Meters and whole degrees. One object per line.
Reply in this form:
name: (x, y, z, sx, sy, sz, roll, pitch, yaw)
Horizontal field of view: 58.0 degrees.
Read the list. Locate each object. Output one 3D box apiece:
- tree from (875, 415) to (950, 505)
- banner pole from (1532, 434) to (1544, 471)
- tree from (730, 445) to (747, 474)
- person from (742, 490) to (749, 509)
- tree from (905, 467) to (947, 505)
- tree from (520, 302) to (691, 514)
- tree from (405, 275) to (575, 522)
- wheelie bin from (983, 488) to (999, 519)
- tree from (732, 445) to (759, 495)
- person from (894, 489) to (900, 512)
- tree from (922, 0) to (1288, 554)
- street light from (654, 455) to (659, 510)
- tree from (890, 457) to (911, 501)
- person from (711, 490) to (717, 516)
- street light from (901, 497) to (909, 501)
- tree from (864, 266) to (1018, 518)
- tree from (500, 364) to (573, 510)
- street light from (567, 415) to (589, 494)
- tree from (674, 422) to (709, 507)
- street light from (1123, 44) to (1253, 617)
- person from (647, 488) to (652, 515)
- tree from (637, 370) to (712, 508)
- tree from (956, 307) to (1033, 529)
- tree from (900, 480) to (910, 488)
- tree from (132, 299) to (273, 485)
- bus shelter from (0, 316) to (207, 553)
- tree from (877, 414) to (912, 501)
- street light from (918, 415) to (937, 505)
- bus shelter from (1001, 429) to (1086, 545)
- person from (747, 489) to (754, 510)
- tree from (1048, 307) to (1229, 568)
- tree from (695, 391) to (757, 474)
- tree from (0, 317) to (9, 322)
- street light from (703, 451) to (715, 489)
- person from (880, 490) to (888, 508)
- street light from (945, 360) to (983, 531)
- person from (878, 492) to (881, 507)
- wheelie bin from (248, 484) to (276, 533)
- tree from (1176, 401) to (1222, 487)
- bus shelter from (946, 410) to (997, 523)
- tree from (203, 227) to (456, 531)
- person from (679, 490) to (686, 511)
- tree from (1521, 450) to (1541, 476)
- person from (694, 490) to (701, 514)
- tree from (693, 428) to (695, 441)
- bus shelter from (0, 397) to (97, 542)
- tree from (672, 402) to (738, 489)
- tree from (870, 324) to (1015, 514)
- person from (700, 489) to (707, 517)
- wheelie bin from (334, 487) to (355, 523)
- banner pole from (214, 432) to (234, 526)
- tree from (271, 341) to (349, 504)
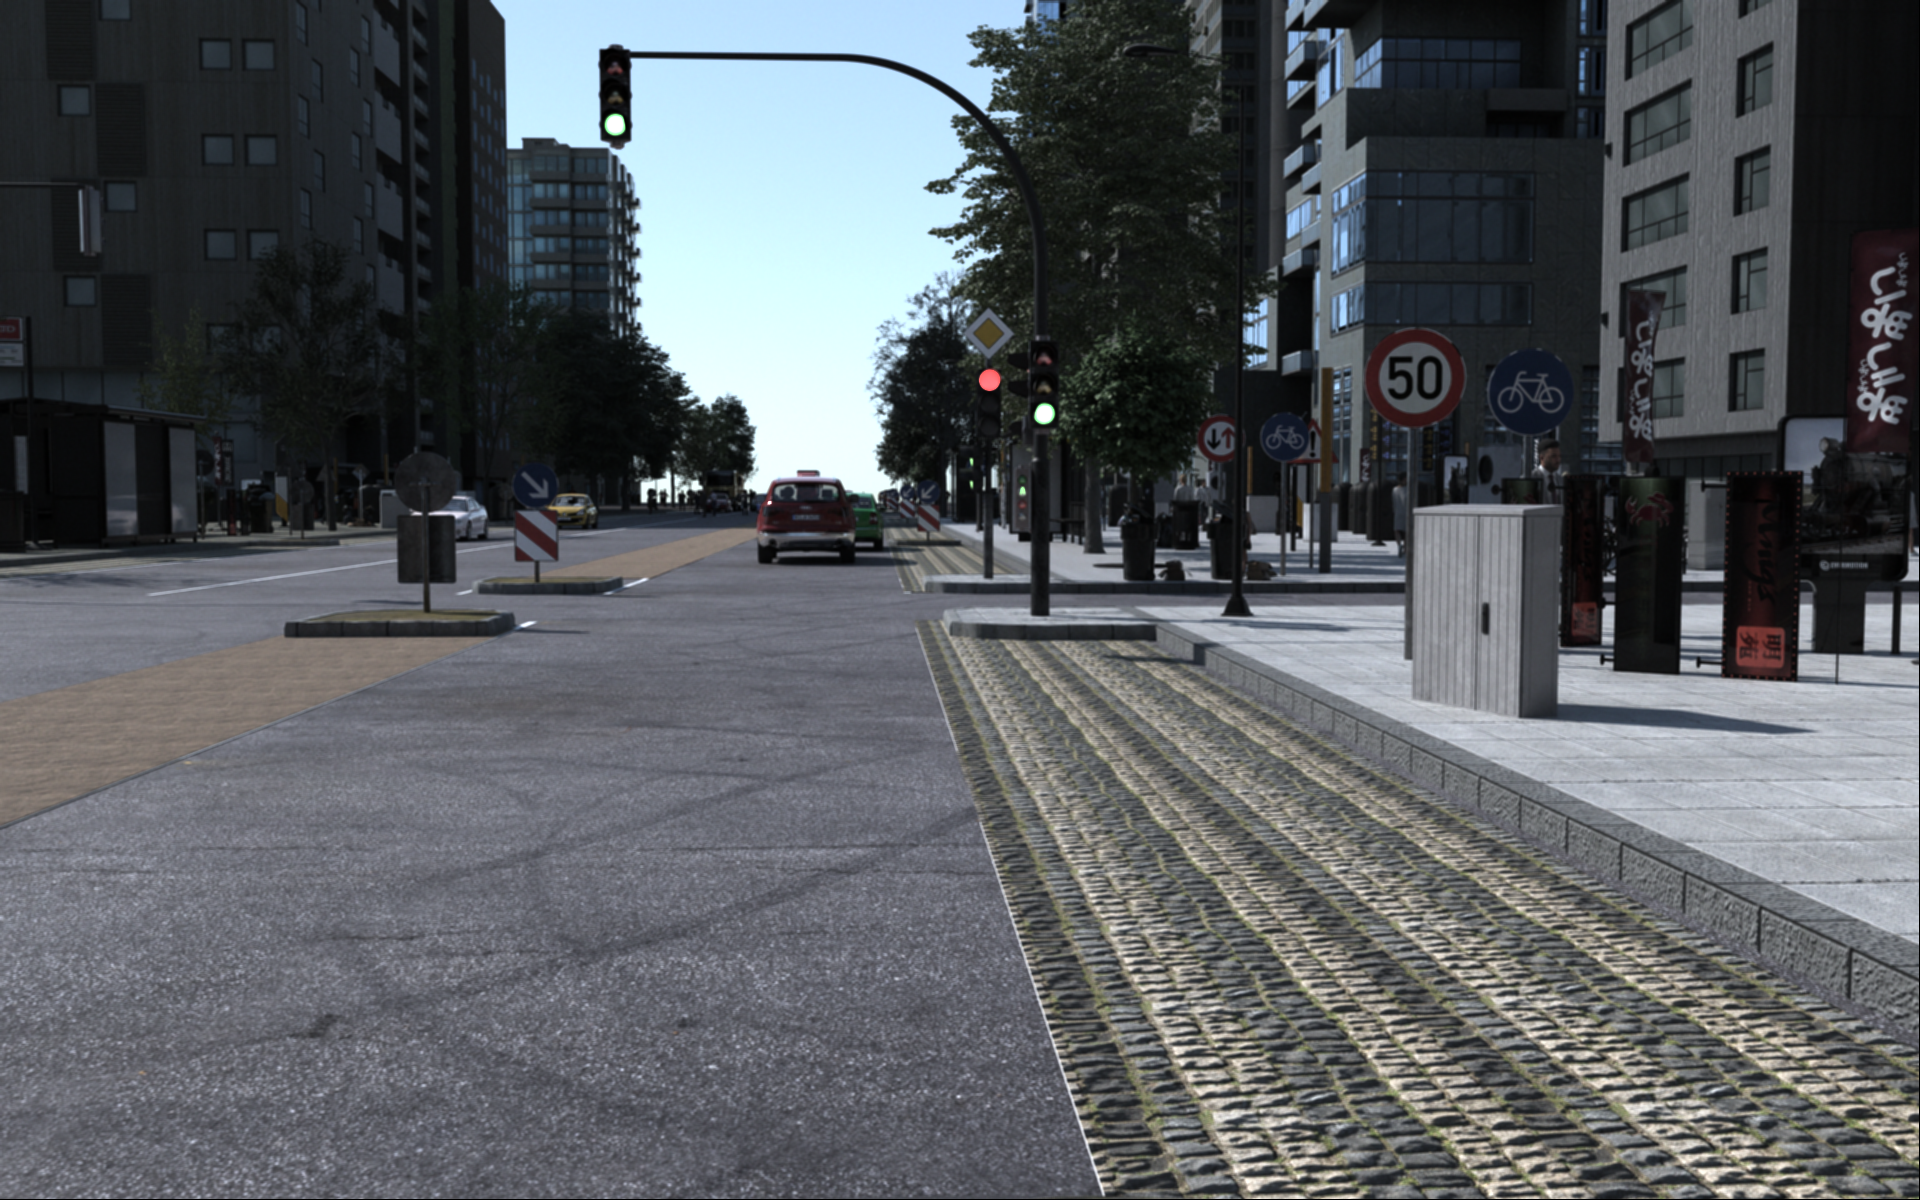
tree: (-4.464, -14.429, 170.325, 8.767, 10.594, 7.601, -3, 4, -36)
banner pole: (15.623, -3.471, 46.770, 0.401, 3.779, 0.863, 0, 4, -6)
tree: (-32.114, -18.320, 249.894, 4.360, 8.622, 3.978, 0, 3, 0)
person: (-21.241, -9.993, 171.891, 0.705, 1.823, 1.348, 3, 5, 43)
tree: (-2.868, -9.758, 143.255, 4.285, 4.588, 4.351, 0, 3, 0)
tree: (-24.142, -12.675, 113.886, 9.857, 13.997, 8.962, 0, 3, 0)
tree: (-22.125, -9.509, 81.226, 9.928, 11.665, 9.643, 0, 3, 0)
wheelie bin: (1.624, -4.949, 88.817, 0.980, 1.594, 0.693, -1, 4, -19)
tree: (-30.179, -17.782, 241.093, 4.737, 8.622, 4.395, 0, 3, 0)
person: (-5.119, -7.901, 137.554, 0.599, 1.838, 0.709, -3, 5, -40)
tree: (3.036, -7.250, 36.659, 7.486, 12.596, 7.792, 0, 3, 0)
street light: (-24.611, -10.443, 143.284, 1.470, 5.913, 1.316, 0, 4, -3)
tree: (-6.110, -14.715, 190.956, 4.360, 8.622, 3.978, 0, 3, 0)
person: (-15.978, -6.273, 112.006, 0.436, 1.711, 0.756, 2, 4, 27)
street light: (-3.742, -10.019, 136.349, 1.470, 5.913, 1.316, 0, 4, -3)
tree: (-0.773, -11.179, 93.148, 12.009, 13.543, 11.850, 0, 3, 0)
tree: (-23.242, -8.907, 95.996, 4.737, 8.622, 4.395, 0, 3, 0)
street light: (-22.562, -7.925, 102.117, 1.470, 5.913, 1.316, 0, 4, -3)
tree: (-27.179, -13.674, 173.932, 4.360, 8.622, 3.978, 0, 3, 0)
street light: (2.382, -2.785, 18.075, 1.470, 5.913, 1.316, 0, 4, -3)
person: (-21.628, -6.863, 120.715, 0.705, 1.824, 1.348, -1, 4, -16)
tree: (-26.756, -14.705, 158.545, 7.486, 12.596, 7.792, 0, 3, 0)
tree: (1.836, -6.919, 63.488, 4.737, 8.622, 4.395, 0, 3, 0)
tree: (-7.359, -14.696, 234.886, 1.663, 3.219, 1.824, 0, 3, 0)
tree: (-29.479, -7.067, 65.900, 4.737, 8.622, 4.395, 0, 3, 0)
bus shelter: (-20.957, -3.926, 41.815, 2.179, 5.291, 8.768, 0, 4, -3)
tree: (-5.874, -16.896, 202.010, 9.928, 11.665, 9.643, 0, 3, 0)
street light: (-1.921, -7.875, 101.290, 1.470, 5.913, 1.316, 0, 4, -3)
bus shelter: (2.250, -3.079, 44.273, 2.014, 3.302, 5.546, 0, 4, -3)
person: (-18.463, -8.843, 152.710, 0.705, 1.869, 1.348, -3, 5, -44)
tree: (3.148, -2.857, 30.429, 4.285, 4.588, 4.351, 0, 3, 0)
tree: (-29.739, -18.935, 216.238, 9.857, 13.997, 8.962, 0, 3, 0)
tree: (-20.135, -4.982, 31.825, 4.360, 8.622, 3.978, 0, 3, 0)
street light: (-26.809, -12.969, 184.588, 1.470, 5.913, 1.316, 0, 4, -3)
person: (-6.818, -9.177, 158.559, 0.705, 1.823, 1.348, 3, 4, 39)
street light: (0.169, -5.359, 60.154, 1.470, 5.913, 1.316, 0, 4, -3)
person: (-7.954, -9.962, 172.849, 0.415, 1.643, 0.593, -2, 4, -29)
wheelie bin: (-22.912, -2.989, 56.779, 0.980, 1.594, 0.693, 0, 4, 0)
tree: (10.358, -8.118, 83.099, 4.360, 8.622, 3.978, 0, 3, 0)
bus shelter: (0.485, -6.302, 80.665, 2.179, 5.291, 8.768, 0, 4, -3)
tree: (-21.879, -7.694, 60.206, 8.767, 10.594, 7.601, -1, 4, -17)
person: (-23.262, -8.328, 145.186, 0.617, 1.759, 0.750, 0, 4, -5)
tree: (19.391, -3.913, 58.580, 1.663, 3.219, 1.824, 0, 3, 0)
person: (-18.809, -7.019, 124.183, 0.530, 1.710, 0.541, 0, 4, -6)
tree: (-25.733, -13.873, 133.480, 9.857, 13.997, 8.962, 0, 3, 0)
bus shelter: (-23.545, -3.281, 44.922, 1.731, 3.624, 6.357, 0, 4, -3)
tree: (-28.742, -16.405, 193.979, 9.928, 11.665, 9.643, 0, 3, 0)
tree: (-1.208, -11.919, 111.887, 9.611, 12.733, 9.660, 0, 3, 0)
person: (-15.889, -6.006, 107.254, 0.434, 1.755, 0.990, 0, 4, -7)
wheelie bin: (-27.500, -4.255, 77.480, 0.693, 1.594, 0.980, 1, 4, 18)
banner pole: (-29.525, -4.861, 69.494, 0.863, 3.779, 0.401, -3, 5, -43)
tree: (-31.634, -8.118, 83.087, 4.737, 8.622, 4.395, 0, 3, 0)
